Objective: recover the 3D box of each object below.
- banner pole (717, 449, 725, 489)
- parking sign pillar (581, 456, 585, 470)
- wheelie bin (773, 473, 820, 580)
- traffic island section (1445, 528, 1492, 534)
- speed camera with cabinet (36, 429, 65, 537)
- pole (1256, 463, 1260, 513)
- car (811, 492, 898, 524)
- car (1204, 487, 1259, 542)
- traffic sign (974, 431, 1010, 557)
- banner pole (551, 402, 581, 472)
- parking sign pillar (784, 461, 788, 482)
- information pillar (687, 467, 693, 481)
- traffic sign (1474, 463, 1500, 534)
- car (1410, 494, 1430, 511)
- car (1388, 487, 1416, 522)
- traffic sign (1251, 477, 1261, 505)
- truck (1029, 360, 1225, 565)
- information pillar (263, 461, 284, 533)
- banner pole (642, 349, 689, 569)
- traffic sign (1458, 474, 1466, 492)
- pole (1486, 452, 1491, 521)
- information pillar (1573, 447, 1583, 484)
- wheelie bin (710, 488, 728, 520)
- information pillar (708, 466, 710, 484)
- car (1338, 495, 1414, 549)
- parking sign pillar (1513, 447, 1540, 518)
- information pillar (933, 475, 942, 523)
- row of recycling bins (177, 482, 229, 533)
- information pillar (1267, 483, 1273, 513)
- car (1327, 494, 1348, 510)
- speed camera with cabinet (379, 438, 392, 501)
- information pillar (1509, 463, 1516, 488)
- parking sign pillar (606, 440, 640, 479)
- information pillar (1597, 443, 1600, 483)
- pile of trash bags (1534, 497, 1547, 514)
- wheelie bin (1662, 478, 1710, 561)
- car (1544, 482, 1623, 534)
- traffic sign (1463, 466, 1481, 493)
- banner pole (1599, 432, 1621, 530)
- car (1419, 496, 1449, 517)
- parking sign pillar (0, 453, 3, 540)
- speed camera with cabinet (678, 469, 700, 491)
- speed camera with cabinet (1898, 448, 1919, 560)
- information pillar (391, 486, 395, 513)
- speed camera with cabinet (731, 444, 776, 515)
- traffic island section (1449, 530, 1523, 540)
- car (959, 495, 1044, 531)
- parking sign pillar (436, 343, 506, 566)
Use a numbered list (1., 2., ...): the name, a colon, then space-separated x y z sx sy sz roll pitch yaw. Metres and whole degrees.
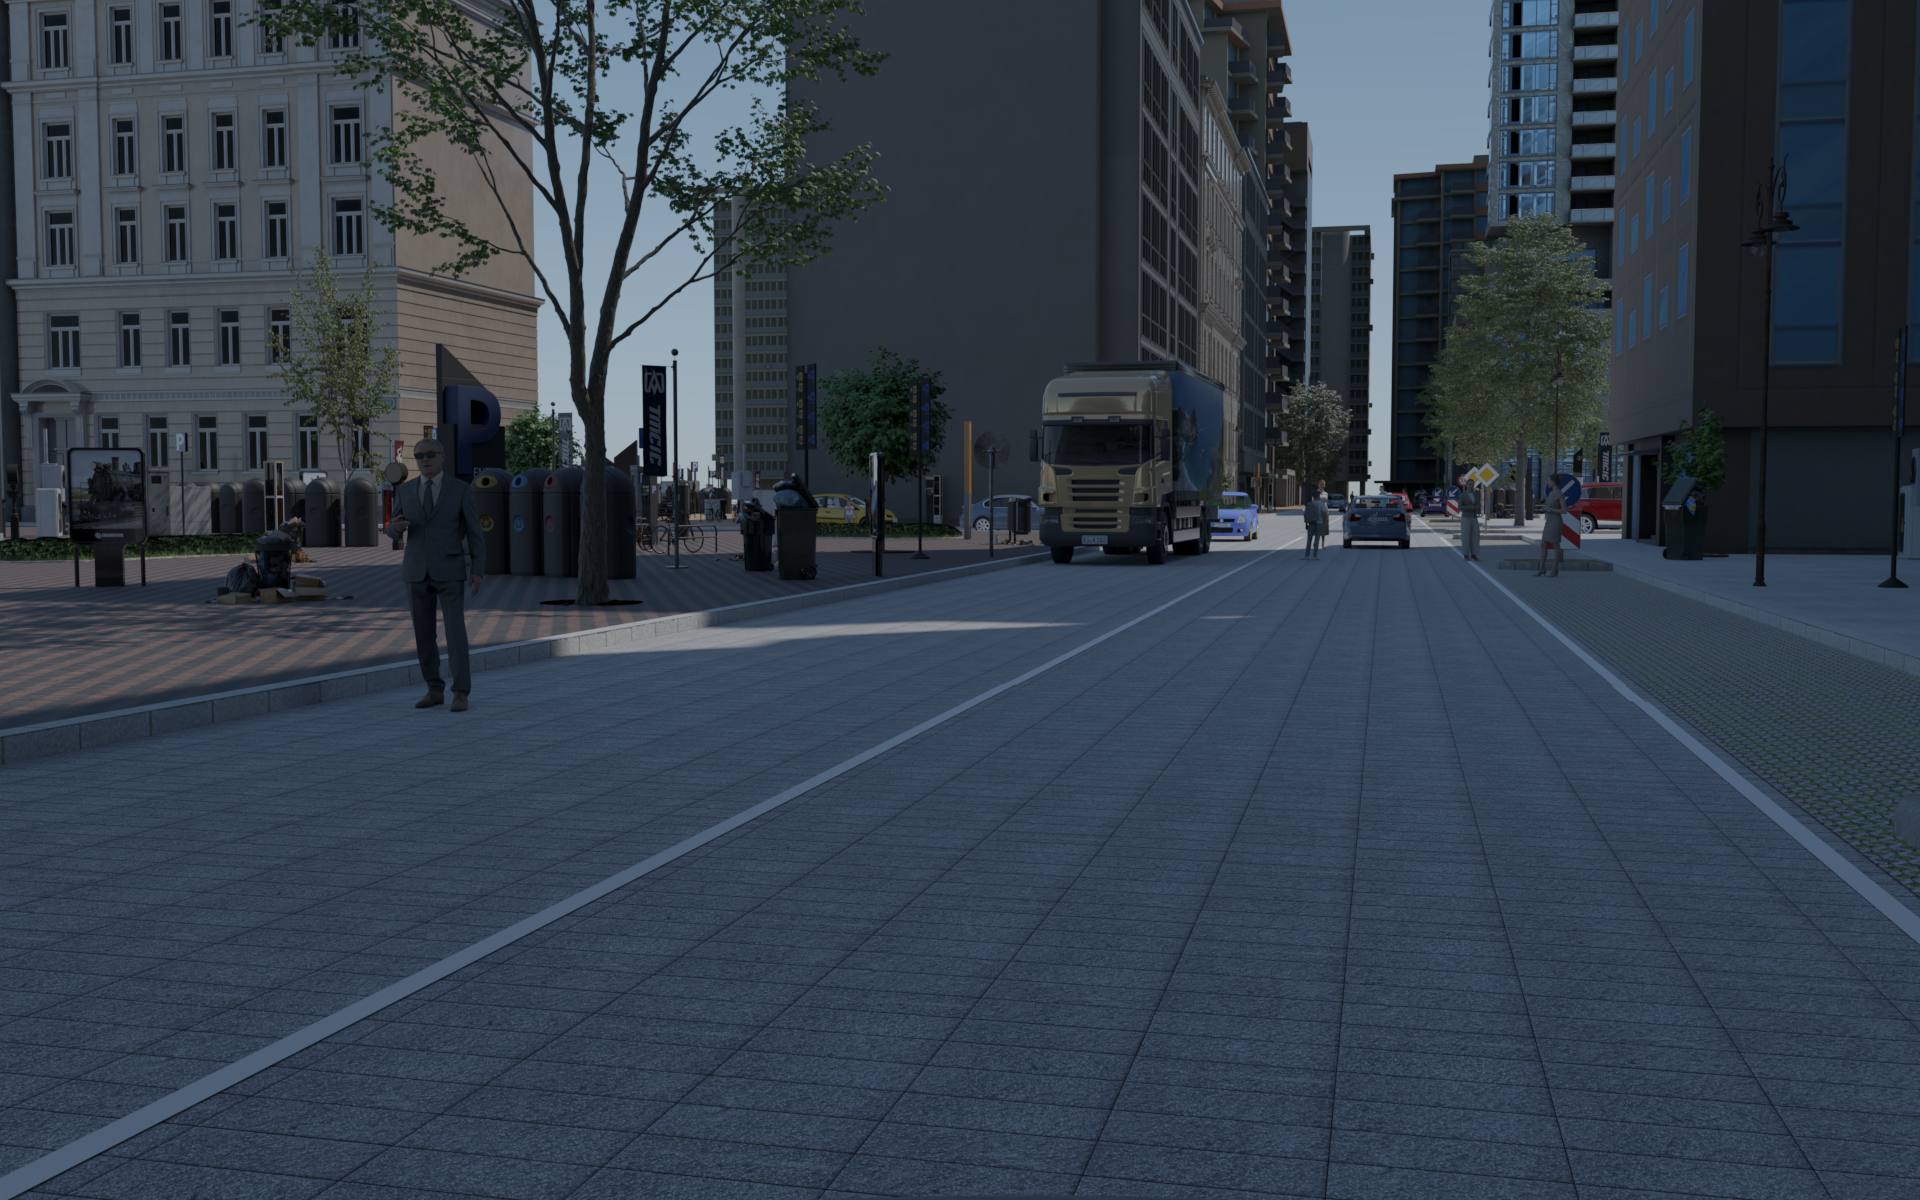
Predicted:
1. banner pole: -13.254 -6.481 95.977 0.401 3.779 0.863 2 4 25
2. parking sign pillar: -26.033 -8.042 119.953 1.447 3.967 1.447 -3 4 -36
3. wheelie bin: -2.477 -1.112 26.093 0.693 1.594 0.980 -1 4 -9
4. traffic island section: 18.658 -2.481 62.845 2.009 0.180 2.903 1 4 14
5. speed camera with cabinet: -27.218 -3.517 51.847 0.660 3.252 2.038 -1 4 -21
6. pole: 19.737 -7.397 114.785 0.158 3.312 0.155 0 3 0
7. car: -4.302 -3.316 64.444 3.980 1.641 2.015 1 4 15
8. car: 8.260 -2.685 53.496 1.945 1.707 3.694 1 4 14
9. traffic sign: 0.637 -2.141 35.117 0.768 2.556 0.104 1 4 15
10. banner pole: -10.803 -3.479 46.896 0.863 3.779 0.401 2 4 24
11. parking sign pillar: -9.314 -6.688 97.824 1.447 3.967 1.447 -3 5 -44
12. information pillar: -23.452 -9.723 150.329 0.504 3.616 0.183 1 4 15
13. traffic sign: 16.718 -3.142 55.021 0.795 2.450 0.064 1 4 14
14. car: 39.957 -8.563 149.798 2.009 1.686 4.222 1 4 14
15. car: 21.633 -4.737 86.486 2.155 1.783 4.494 1 4 16
16. traffic sign: 17.903 -6.282 104.847 0.606 2.300 0.079 2 4 23
17. truck: 3.990 -3.050 38.779 2.839 4.237 11.283 1 4 16
18. information pillar: -15.372 -2.100 38.825 0.304 2.012 0.304 1 4 13
19. banner pole: -5.090 -2.431 29.757 0.863 3.779 0.401 -3 4 -37
20. traffic sign: 32.425 -6.813 111.497 0.768 2.556 0.104 1 4 18
21. pole: 25.541 -5.499 83.751 0.158 3.312 0.155 0 3 0
22. information pillar: 30.757 -5.803 86.227 0.504 3.616 0.183 3 5 39
23. wheelie bin: -12.117 -4.819 86.690 0.693 1.594 0.980 3 4 38
24. information pillar: -20.626 -9.231 142.282 0.183 3.616 0.504 0 4 -2
25. car: 11.242 -2.129 46.813 2.014 1.417 4.499 1 4 13
26. parking sign pillar: 29.939 -6.301 91.500 1.447 3.967 1.447 1 4 17
27. information pillar: -0.874 -3.880 67.932 0.304 2.012 0.304 1 4 15
28. row of recycling bins: -24.279 -3.058 57.104 3.534 1.692 1.069 1 4 12
29. information pillar: 21.499 -7.078 120.223 0.304 2.012 0.304 0 4 -7
30. car: 32.109 -8.320 148.040 2.014 1.417 4.499 1 4 12
31. speed camera with cabinet: -19.437 -4.089 61.190 2.038 3.252 0.660 -2 4 -29
32. information pillar: 41.418 -8.473 129.891 0.504 3.616 0.183 3 5 42
33. parking sign pillar: -16.575 -5.984 86.315 1.447 3.967 1.447 1 4 20
34. information pillar: 29.471 -5.403 79.689 0.504 3.616 0.183 -3 5 -40
35. pile of trash bags: 37.019 -6.278 112.397 1.912 1.369 3.447 0 4 -5
36. wheelie bin: 14.119 -1.578 33.707 0.693 1.594 0.980 -1 4 -12
37. car: 22.244 -2.994 57.621 5.304 1.827 2.281 1 4 16
38. traffic sign: 18.633 -3.617 62.774 0.795 2.450 0.064 1 4 14
39. banner pole: 23.126 -4.381 61.642 0.863 3.779 0.401 0 4 -3
40. car: 29.450 -5.797 107.361 1.945 1.354 3.894 1 4 15
41. parking sign pillar: -20.383 -2.903 35.944 1.447 3.967 1.447 -1 4 -8
42. speed camera with cabinet: -18.508 -7.514 117.181 2.038 3.252 0.660 3 4 37
43. speed camera with cabinet: 18.667 -2.398 33.540 0.660 3.252 2.038 1 4 21
44. information pillar: -19.177 -3.329 58.920 0.304 2.012 0.304 -1 4 -23
45. speed camera with cabinet: -8.138 -4.583 69.262 2.038 3.252 0.660 -3 5 -40
46. traffic island section: 16.743 -2.007 55.092 2.009 0.180 2.903 1 4 14
47. car: 2.241 -3.049 61.861 4.499 1.417 2.014 1 4 14
48. parking sign pillar: -8.889 -2.635 31.554 1.447 3.967 1.447 2 4 29
